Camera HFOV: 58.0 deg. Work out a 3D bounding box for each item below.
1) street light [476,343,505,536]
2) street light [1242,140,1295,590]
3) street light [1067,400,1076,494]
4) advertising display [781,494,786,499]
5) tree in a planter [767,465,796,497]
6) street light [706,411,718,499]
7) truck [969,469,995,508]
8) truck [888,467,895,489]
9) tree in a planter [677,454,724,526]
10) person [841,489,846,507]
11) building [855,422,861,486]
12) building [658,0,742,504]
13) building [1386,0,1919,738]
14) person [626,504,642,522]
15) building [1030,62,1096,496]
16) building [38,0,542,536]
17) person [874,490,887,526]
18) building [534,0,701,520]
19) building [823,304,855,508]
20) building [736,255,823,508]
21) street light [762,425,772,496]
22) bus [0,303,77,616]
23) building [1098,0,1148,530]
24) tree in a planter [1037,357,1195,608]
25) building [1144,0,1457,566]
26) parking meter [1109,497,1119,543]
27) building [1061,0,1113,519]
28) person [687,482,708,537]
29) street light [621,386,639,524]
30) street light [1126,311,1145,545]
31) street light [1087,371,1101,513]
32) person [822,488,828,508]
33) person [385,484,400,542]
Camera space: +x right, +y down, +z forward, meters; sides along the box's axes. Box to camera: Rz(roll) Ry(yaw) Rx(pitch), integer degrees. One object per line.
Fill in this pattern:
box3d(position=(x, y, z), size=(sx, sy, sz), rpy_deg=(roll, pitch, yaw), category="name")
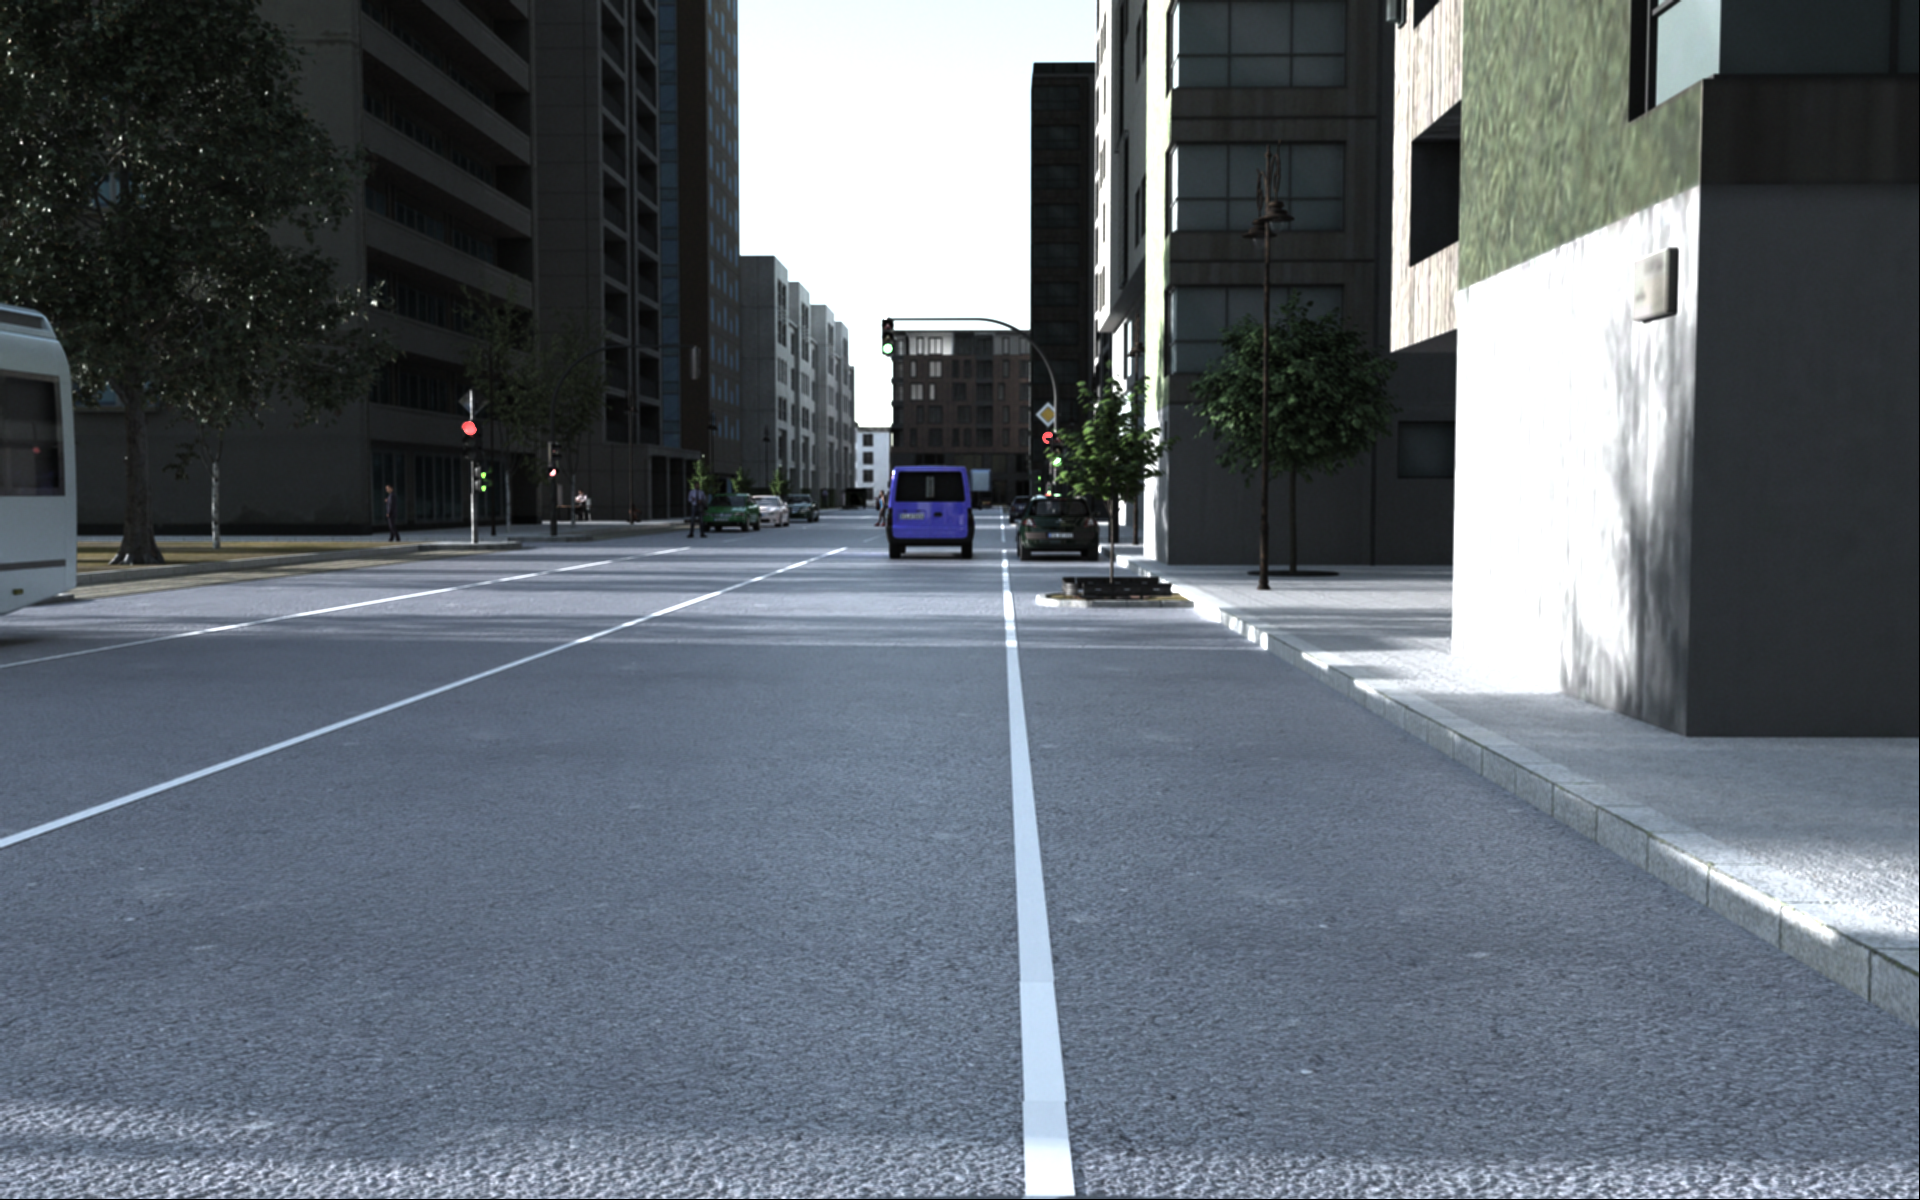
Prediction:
box3d(position=(-14.416, -4.928, 53.356), size=(0.468, 5.910, 1.993), rpy_deg=(0, 4, 1), category="street light")
box3d(position=(4.081, -3.077, 23.095), size=(0.468, 5.910, 1.993), rpy_deg=(0, 4, 1), category="street light")
box3d(position=(5.503, -6.907, 85.718), size=(0.468, 5.910, 1.993), rpy_deg=(0, 4, 1), category="street light")
box3d(position=(-12.335, -7.080, 120.978), size=(0.123, 1.923, 0.974), rpy_deg=(0, 4, 5), category="advertising display")
box3d(position=(-10.955, -6.598, 105.092), size=(1.991, 3.239, 1.994), rpy_deg=(0, 4, 1), category="tree in a planter")
box3d(position=(-13.519, -7.455, 94.674), size=(0.468, 5.910, 1.993), rpy_deg=(0, 4, 1), category="street light")
box3d(position=(2.120, -11.682, 180.759), size=(2.967, 4.110, 18.799), rpy_deg=(0, 4, 1), category="truck")
box3d(position=(-5.655, -11.656, 179.496), size=(2.839, 4.237, 11.283), rpy_deg=(0, 4, 3), category="truck")
box3d(position=(-11.582, -4.929, 77.812), size=(1.991, 3.239, 1.994), rpy_deg=(0, 4, 1), category="tree in a planter")
box3d(position=(-11.539, -10.069, 171.340), size=(0.551, 1.740, 0.621), rpy_deg=(-1, 4, -12), category="person")
box3d(position=(-26.112, -15.809, 200.622), size=(28.070, 9.664, 9.099), rpy_deg=(0, 4, 1), category="building")
box3d(position=(-23.204, -28.733, 119.903), size=(14.600, 45.320, 14.200), rpy_deg=(0, 4, 1), category="building")
box3d(position=(11.011, -14.875, 14.901), size=(14.160, 30.474, 14.107), rpy_deg=(0, 4, 1), category="building")
box3d(position=(-14.880, -3.973, 79.288), size=(0.859, 0.850, 0.655), rpy_deg=(-1, 4, -19), category="person")
box3d(position=(11.838, -21.276, 119.562), size=(14.160, 30.474, 14.107), rpy_deg=(0, 4, 1), category="building")
box3d(position=(-28.802, -26.840, 62.530), size=(21.300, 48.544, 21.600), rpy_deg=(0, 4, 1), category="building")
box3d(position=(-3.516, -4.124, 77.792), size=(0.662, 1.594, 0.647), rpy_deg=(-1, 4, -20), category="person")
box3d(position=(-25.125, -40.030, 92.748), size=(20.563, 71.187, 20.611), rpy_deg=(0, 4, 1), category="building")
box3d(position=(-20.436, -19.014, 177.334), size=(16.747, 18.905, 31.486), rpy_deg=(0, 4, 1), category="building")
box3d(position=(-21.705, -16.999, 144.384), size=(16.747, 18.905, 31.486), rpy_deg=(0, 4, 1), category="building")
box3d(position=(-12.902, -8.739, 115.662), size=(0.468, 5.910, 1.993), rpy_deg=(0, 4, 1), category="street light")
box3d(position=(-10.237, -0.968, 10.679), size=(2.948, 3.499, 13.247), rpy_deg=(0, 4, 1), category="bus")
box3d(position=(18.930, -29.055, 64.294), size=(27.495, 52.752, 28.713), rpy_deg=(0, 4, 1), category="building")
box3d(position=(2.009, -1.561, 22.742), size=(1.991, 3.239, 1.994), rpy_deg=(0, 4, 1), category="tree in a planter")
box3d(position=(10.918, -21.593, 36.636), size=(14.154, 41.232, 14.086), rpy_deg=(0, 4, 1), category="building")
box3d(position=(4.037, -2.430, 45.435), size=(0.255, 1.863, 0.399), rpy_deg=(0, 4, 8), category="parking meter")
box3d(position=(15.892, -40.040, 92.908), size=(20.563, 71.187, 20.611), rpy_deg=(0, 4, 1), category="building")
box3d(position=(-8.637, -2.974, 56.986), size=(0.709, 1.838, 0.599), rpy_deg=(-1, 4, -16), category="person")
box3d(position=(-14.056, -6.191, 74.017), size=(0.468, 5.910, 1.993), rpy_deg=(0, 4, 1), category="street light")
box3d(position=(4.454, -4.341, 43.756), size=(0.468, 5.910, 1.993), rpy_deg=(0, 4, 1), category="street light")
box3d(position=(5.004, -5.644, 65.060), size=(0.468, 5.910, 1.993), rpy_deg=(0, 4, 1), category="street light")
box3d(position=(-12.134, -9.211, 156.506), size=(0.709, 1.838, 0.599), rpy_deg=(1, 4, 23), category="person")
box3d(position=(-15.514, -2.315, 47.272), size=(0.530, 1.710, 0.541), rpy_deg=(0, 4, -4), category="person")
